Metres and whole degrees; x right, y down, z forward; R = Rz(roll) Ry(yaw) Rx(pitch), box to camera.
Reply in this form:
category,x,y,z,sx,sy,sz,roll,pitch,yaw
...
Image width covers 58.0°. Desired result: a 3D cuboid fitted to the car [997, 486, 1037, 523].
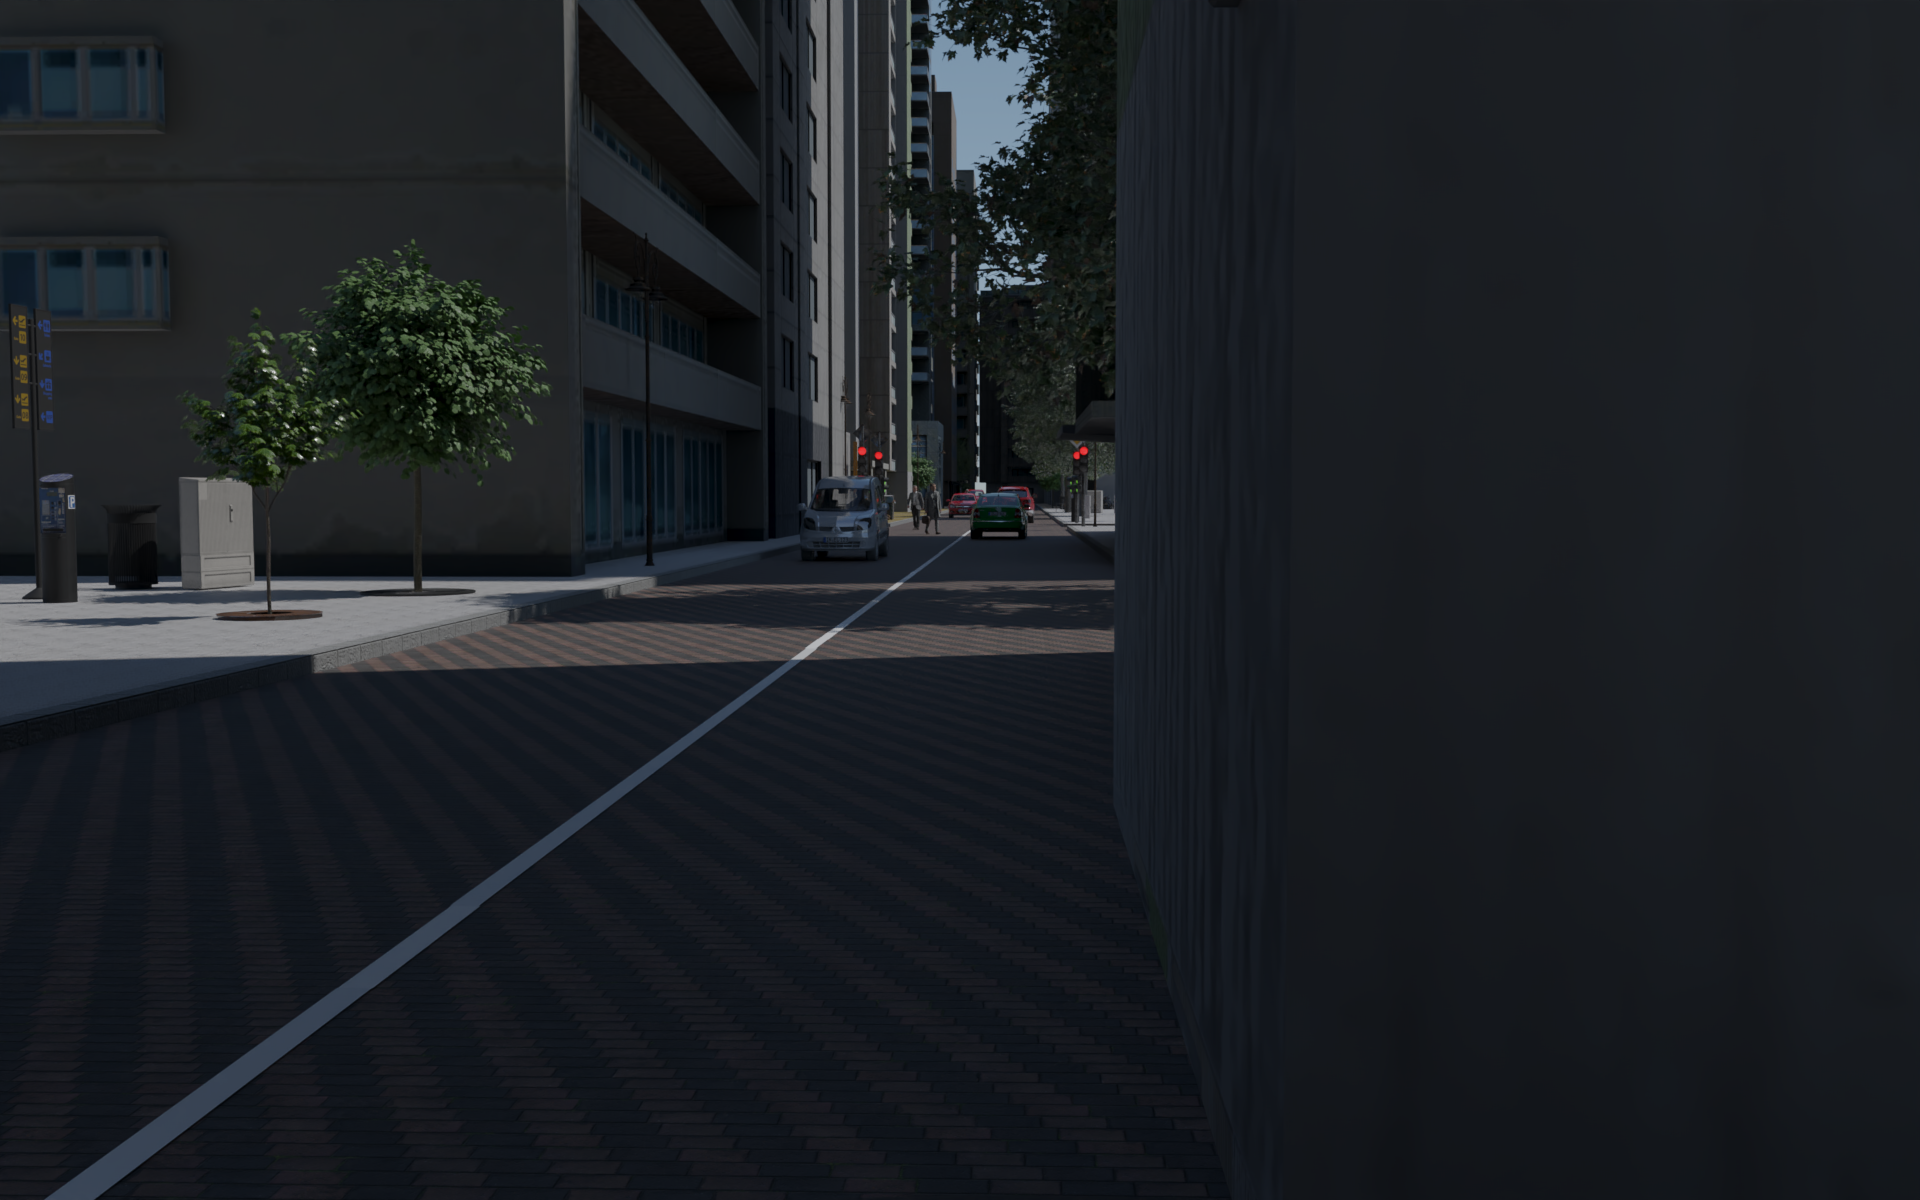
category,x,y,z,sx,sy,sz,roll,pitch,yaw
car,2.692,-4.757,86.458,2.281,1.827,5.304,0,4,3

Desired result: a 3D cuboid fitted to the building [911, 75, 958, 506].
category,x,y,z,sx,sy,sz,roll,pitch,yaw
building,-7.523,-32.998,189.626,14.600,45.320,14.200,0,4,2

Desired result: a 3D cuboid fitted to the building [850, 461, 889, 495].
category,x,y,z,sx,sy,sz,roll,pitch,yaw
building,-20.407,-24.593,93.980,32.217,40.220,23.993,0,4,2

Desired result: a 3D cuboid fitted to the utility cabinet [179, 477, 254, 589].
category,x,y,z,sx,sy,sz,roll,pitch,yaw
utility cabinet,-10.100,-0.912,23.585,0.318,1.500,1.173,1,4,12

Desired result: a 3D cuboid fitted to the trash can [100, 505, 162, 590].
category,x,y,z,sx,sy,sz,roll,pitch,yaw
trash can,-11.181,-0.719,23.401,0.748,1.137,0.748,0,3,0

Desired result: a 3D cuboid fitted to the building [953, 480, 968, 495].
category,x,y,z,sx,sy,sz,roll,pitch,yaw
building,-13.727,-34.374,216.646,28.867,44.769,22.147,0,4,2

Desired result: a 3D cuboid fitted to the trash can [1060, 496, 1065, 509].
category,x,y,z,sx,sy,sz,roll,pitch,yaw
trash can,8.613,-8.104,144.156,0.748,1.137,0.748,0,3,0

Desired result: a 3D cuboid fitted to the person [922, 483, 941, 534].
category,x,y,z,sx,sy,sz,roll,pitch,yaw
person,-0.971,-3.243,61.630,0.694,1.812,0.767,-2,4,-27

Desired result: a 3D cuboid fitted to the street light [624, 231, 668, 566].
category,x,y,z,sx,sy,sz,roll,pitch,yaw
street light,-5.546,-3.547,30.780,0.468,5.910,1.993,0,4,2

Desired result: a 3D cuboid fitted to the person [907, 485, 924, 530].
category,x,y,z,sx,sy,sz,roll,pitch,yaw
person,-1.786,-3.693,69.276,0.661,1.777,0.834,0,4,1

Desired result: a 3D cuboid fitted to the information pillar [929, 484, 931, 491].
category,x,y,z,sx,sy,sz,roll,pitch,yaw
information pillar,-1.955,-7.130,121.065,0.304,2.012,0.304,1,4,13

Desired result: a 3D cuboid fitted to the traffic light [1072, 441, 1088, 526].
category,x,y,z,sx,sy,sz,roll,pitch,yaw
traffic light,4.865,-4.869,68.523,0.839,4.253,0.868,0,4,2

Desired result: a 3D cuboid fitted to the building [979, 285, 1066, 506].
category,x,y,z,sx,sy,sz,roll,pitch,yaw
building,9.646,-28.776,242.183,14.107,30.474,14.160,0,4,2

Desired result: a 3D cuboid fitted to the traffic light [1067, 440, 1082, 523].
category,x,y,z,sx,sy,sz,roll,pitch,yaw
traffic light,5.142,-5.357,76.503,0.839,4.253,0.868,0,4,2

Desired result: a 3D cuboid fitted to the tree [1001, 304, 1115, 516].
category,x,y,z,sx,sy,sz,roll,pitch,yaw
tree,7.587,-13.043,119.914,9.857,13.997,8.962,0,3,0

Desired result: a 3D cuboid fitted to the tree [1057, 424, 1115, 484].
category,x,y,z,sx,sy,sz,roll,pitch,yaw
tree,8.358,-10.916,128.846,4.737,8.622,4.395,0,3,0

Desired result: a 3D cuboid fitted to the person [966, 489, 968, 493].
category,x,y,z,sx,sy,sz,roll,pitch,yaw
person,0.545,-6.993,123.241,0.834,1.777,0.661,-1,4,-18

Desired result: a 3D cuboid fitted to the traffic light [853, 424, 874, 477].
category,x,y,z,sx,sy,sz,roll,pitch,yaw
traffic light,-3.841,-4.886,68.808,0.839,4.253,0.868,0,4,2

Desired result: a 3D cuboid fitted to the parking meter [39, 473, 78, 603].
category,x,y,z,sx,sy,sz,roll,pitch,yaw
parking meter,-10.657,-0.738,20.470,0.372,1.533,0.369,0,3,0

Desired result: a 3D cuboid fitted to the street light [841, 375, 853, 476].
category,x,y,z,sx,sy,sz,roll,pitch,yaw
street light,-4.434,-5.762,66.995,0.468,5.910,1.993,0,4,2

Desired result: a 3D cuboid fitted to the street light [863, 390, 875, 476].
category,x,y,z,sx,sy,sz,roll,pitch,yaw
street light,-4.031,-6.377,77.048,0.468,5.910,1.993,0,4,2

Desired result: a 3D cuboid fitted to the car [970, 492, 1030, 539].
category,x,y,z,sx,sy,sz,roll,pitch,yaw
car,1.300,-2.925,56.616,1.959,1.807,4.718,0,4,3

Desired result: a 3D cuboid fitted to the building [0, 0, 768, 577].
category,x,y,z,sx,sy,sz,roll,pitch,yaw
building,-16.288,-25.226,36.143,21.300,48.544,21.600,0,4,2

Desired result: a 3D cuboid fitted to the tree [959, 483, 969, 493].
category,x,y,z,sx,sy,sz,roll,pitch,yaw
tree,0.372,-14.367,229.494,1.663,3.219,1.824,0,3,0

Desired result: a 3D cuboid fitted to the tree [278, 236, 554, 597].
category,x,y,z,sx,sy,sz,roll,pitch,yaw
tree,-6.935,-2.352,22.171,4.285,4.588,4.351,0,3,0

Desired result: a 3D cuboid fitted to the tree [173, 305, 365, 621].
category,x,y,z,sx,sy,sz,roll,pitch,yaw
tree,-7.299,-1.425,17.900,1.663,3.219,1.824,0,3,0

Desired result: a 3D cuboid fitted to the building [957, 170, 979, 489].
category,x,y,z,sx,sy,sz,roll,pitch,yaw
building,-8.242,-38.064,246.052,21.600,48.544,21.300,0,4,2

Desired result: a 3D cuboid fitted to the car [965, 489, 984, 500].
category,x,y,z,sx,sy,sz,roll,pitch,yaw
car,1.148,-7.923,138.209,2.281,1.827,5.304,0,4,0

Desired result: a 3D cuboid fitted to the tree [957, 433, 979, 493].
category,x,y,z,sx,sy,sz,roll,pitch,yaw
tree,0.185,-15.320,200.837,4.737,8.622,4.395,0,3,0

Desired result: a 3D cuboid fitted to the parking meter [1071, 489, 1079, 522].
category,x,y,z,sx,sy,sz,roll,pitch,yaw
parking meter,5.254,-4.316,78.983,0.372,1.533,0.369,0,3,0

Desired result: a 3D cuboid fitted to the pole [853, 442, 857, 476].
category,x,y,z,sx,sy,sz,roll,pitch,yaw
pole,-4.067,-4.497,67.369,0.158,3.312,0.155,0,3,0

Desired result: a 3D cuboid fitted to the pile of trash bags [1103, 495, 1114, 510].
category,x,y,z,sx,sy,sz,roll,pitch,yaw
pile of trash bags,12.946,-8.284,145.190,1.912,1.369,3.447,1,4,20

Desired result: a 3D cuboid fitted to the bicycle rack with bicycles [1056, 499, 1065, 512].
category,x,y,z,sx,sy,sz,roll,pitch,yaw
bicycle rack with bicycles,8.211,-6.870,125.710,2.852,0.926,2.925,-2,4,-24

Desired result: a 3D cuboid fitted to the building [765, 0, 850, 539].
category,x,y,z,sx,sy,sz,roll,pitch,yaw
building,-15.079,-37.901,57.940,20.611,71.187,20.563,0,4,2

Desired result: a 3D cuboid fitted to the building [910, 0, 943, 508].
category,x,y,z,sx,sy,sz,roll,pitch,yaw
building,-12.538,-52.190,165.970,22.319,86.520,31.000,0,4,2

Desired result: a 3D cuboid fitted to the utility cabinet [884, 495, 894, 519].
category,x,y,z,sx,sy,sz,roll,pitch,yaw
utility cabinet,-3.860,-4.669,87.504,1.020,1.237,0.306,-2,4,-24

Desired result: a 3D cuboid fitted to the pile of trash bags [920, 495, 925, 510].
category,x,y,z,sx,sy,sz,roll,pitch,yaw
pile of trash bags,-3.356,-7.851,138.109,1.912,1.369,3.447,2,4,30

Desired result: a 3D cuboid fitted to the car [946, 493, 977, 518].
category,x,y,z,sx,sy,sz,roll,pitch,yaw
car,0.243,-5.858,104.811,2.155,1.783,4.494,0,4,2

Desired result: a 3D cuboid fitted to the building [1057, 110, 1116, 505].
category,x,y,z,sx,sy,sz,roll,pitch,yaw
building,23.929,-35.475,169.249,28.713,52.752,27.495,0,4,2

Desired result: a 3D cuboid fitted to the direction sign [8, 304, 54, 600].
category,x,y,z,sx,sy,sz,roll,pitch,yaw
direction sign,-11.277,-1.781,21.109,0.379,3.537,0.876,0,4,1

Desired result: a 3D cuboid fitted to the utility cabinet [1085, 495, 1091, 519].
category,x,y,z,sx,sy,sz,roll,pitch,yaw
utility cabinet,6.730,-4.902,91.314,0.306,1.237,1.020,0,4,7

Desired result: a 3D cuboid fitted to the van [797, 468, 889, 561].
category,x,y,z,sx,sy,sz,roll,pitch,yaw
van,-2.533,-1.927,38.511,2.013,2.044,4.112,0,4,2

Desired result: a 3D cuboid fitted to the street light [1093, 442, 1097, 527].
category,x,y,z,sx,sy,sz,roll,pitch,yaw
street light,5.292,-5.803,67.674,0.468,5.910,1.993,0,4,2

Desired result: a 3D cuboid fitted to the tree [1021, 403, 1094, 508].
category,x,y,z,sx,sy,sz,roll,pitch,yaw
tree,8.348,-14.052,147.871,7.486,12.596,7.792,0,3,0

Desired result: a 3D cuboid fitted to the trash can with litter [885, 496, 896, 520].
category,x,y,z,sx,sy,sz,roll,pitch,yaw
trash can with litter,-3.524,-4.524,85.347,0.624,1.170,1.055,0,4,4

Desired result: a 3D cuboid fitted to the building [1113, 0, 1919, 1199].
category,x,y,z,sx,sy,sz,roll,pitch,yaw
building,7.779,-19.852,8.178,14.154,41.232,14.086,0,4,2

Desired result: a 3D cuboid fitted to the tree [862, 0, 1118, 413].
category,x,y,z,sx,sy,sz,roll,pitch,yaw
tree,3.943,-6.499,23.273,9.611,12.733,9.660,0,3,0

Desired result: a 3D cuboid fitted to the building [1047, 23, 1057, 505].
category,x,y,z,sx,sy,sz,roll,pitch,yaw
building,21.311,-40.996,212.289,21.231,58.520,28.212,0,4,2

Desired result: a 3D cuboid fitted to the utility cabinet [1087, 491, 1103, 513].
category,x,y,z,sx,sy,sz,roll,pitch,yaw
utility cabinet,8.782,-6.432,113.838,1.173,1.500,0.318,2,4,28

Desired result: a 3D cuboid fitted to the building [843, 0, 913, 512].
category,x,y,z,sx,sy,sz,roll,pitch,yaw
building,-10.792,-26.730,120.622,14.154,41.232,14.086,0,4,2

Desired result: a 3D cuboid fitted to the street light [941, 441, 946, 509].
category,x,y,z,sx,sy,sz,roll,pitch,yaw
street light,-1.444,-10.855,150.272,0.468,5.910,1.993,0,4,2

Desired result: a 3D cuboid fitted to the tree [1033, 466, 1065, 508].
category,x,y,z,sx,sy,sz,roll,pitch,yaw
tree,8.243,-10.498,155.356,4.285,4.588,4.351,0,3,0

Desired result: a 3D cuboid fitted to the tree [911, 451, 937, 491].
category,x,y,z,sx,sy,sz,roll,pitch,yaw
tree,-3.424,-9.001,130.884,4.285,4.588,4.351,0,3,0

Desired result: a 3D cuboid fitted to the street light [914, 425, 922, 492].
category,x,y,z,sx,sy,sz,roll,pitch,yaw
street light,-2.770,-8.620,113.730,0.468,5.910,1.993,0,4,2

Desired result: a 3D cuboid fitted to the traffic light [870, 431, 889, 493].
category,x,y,z,sx,sy,sz,roll,pitch,yaw
traffic light,-3.564,-5.374,76.788,0.839,4.253,0.868,0,4,2
